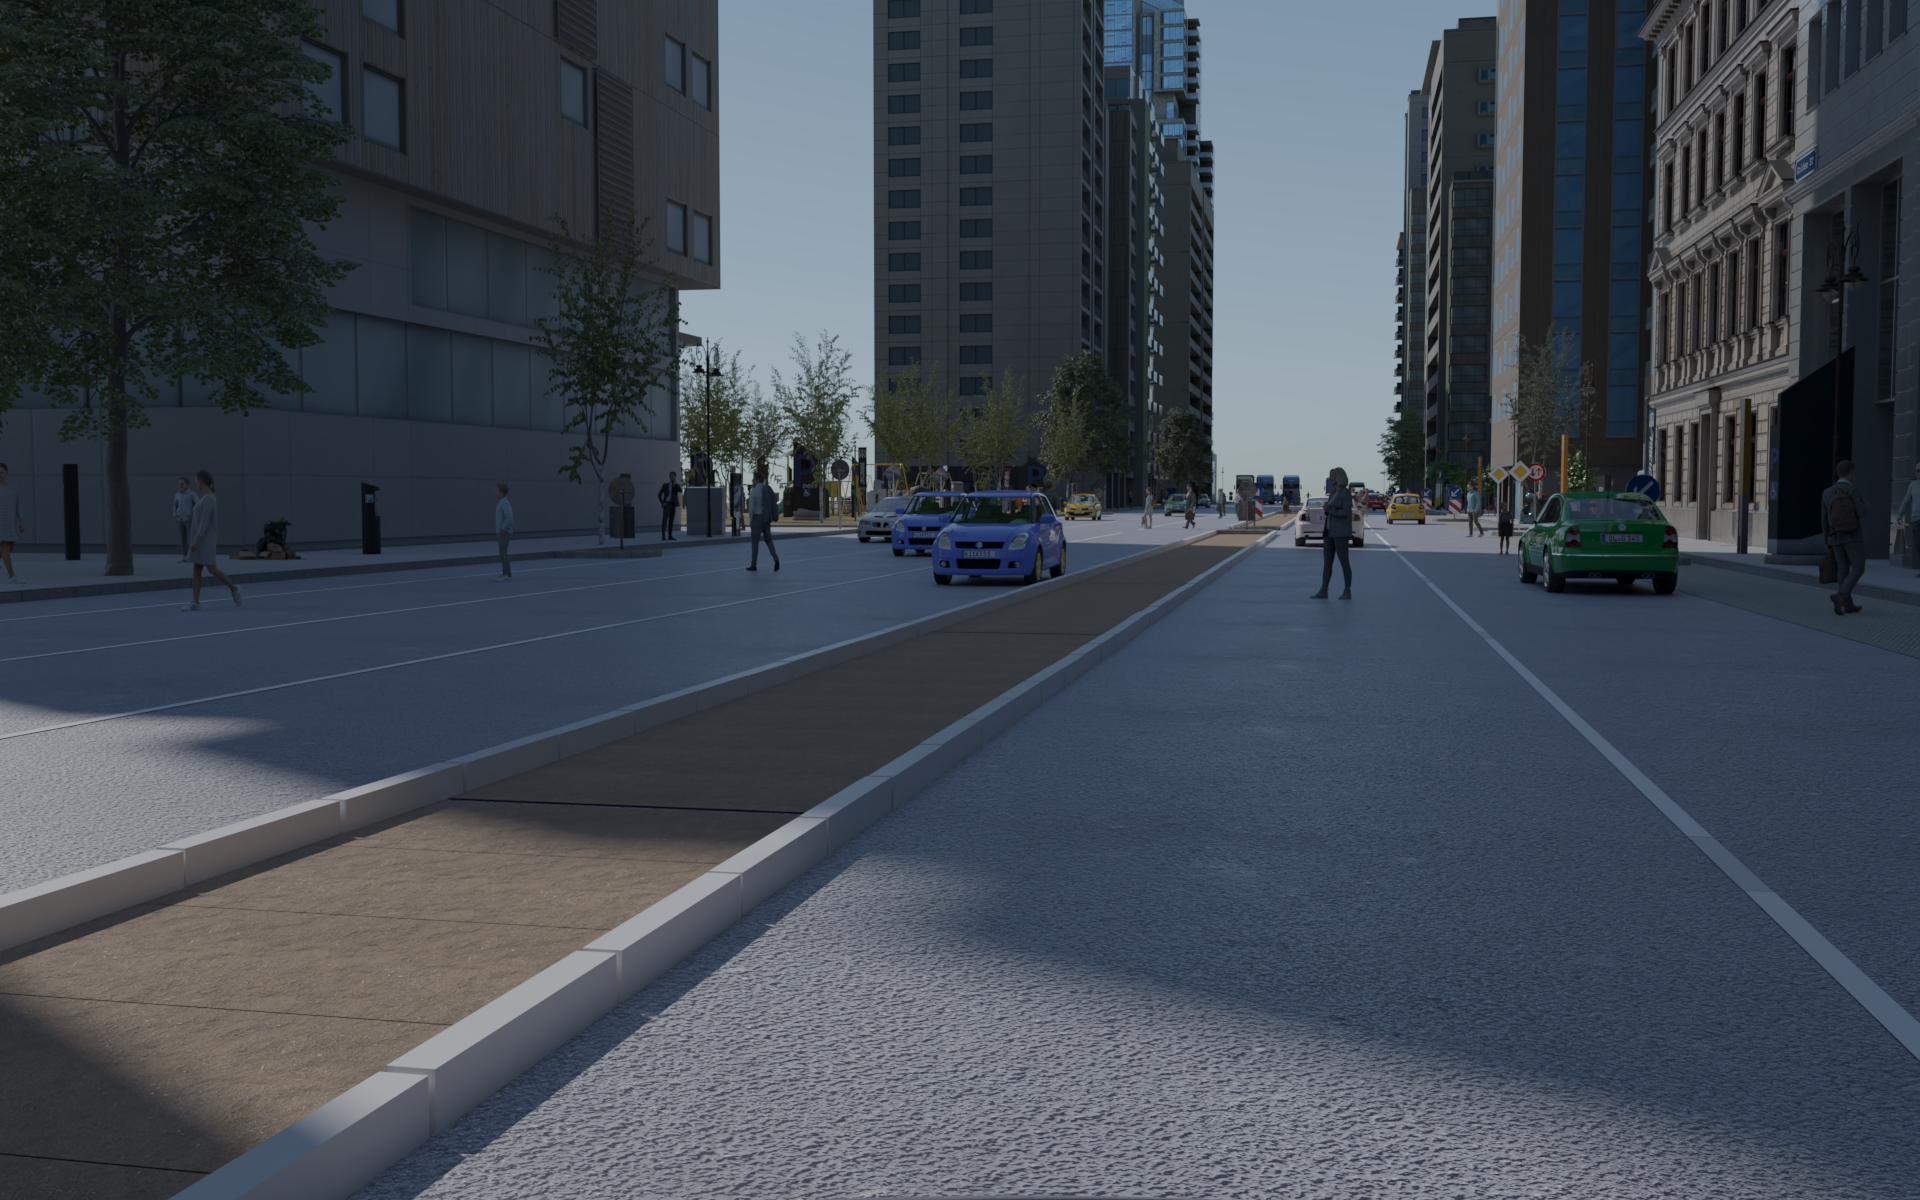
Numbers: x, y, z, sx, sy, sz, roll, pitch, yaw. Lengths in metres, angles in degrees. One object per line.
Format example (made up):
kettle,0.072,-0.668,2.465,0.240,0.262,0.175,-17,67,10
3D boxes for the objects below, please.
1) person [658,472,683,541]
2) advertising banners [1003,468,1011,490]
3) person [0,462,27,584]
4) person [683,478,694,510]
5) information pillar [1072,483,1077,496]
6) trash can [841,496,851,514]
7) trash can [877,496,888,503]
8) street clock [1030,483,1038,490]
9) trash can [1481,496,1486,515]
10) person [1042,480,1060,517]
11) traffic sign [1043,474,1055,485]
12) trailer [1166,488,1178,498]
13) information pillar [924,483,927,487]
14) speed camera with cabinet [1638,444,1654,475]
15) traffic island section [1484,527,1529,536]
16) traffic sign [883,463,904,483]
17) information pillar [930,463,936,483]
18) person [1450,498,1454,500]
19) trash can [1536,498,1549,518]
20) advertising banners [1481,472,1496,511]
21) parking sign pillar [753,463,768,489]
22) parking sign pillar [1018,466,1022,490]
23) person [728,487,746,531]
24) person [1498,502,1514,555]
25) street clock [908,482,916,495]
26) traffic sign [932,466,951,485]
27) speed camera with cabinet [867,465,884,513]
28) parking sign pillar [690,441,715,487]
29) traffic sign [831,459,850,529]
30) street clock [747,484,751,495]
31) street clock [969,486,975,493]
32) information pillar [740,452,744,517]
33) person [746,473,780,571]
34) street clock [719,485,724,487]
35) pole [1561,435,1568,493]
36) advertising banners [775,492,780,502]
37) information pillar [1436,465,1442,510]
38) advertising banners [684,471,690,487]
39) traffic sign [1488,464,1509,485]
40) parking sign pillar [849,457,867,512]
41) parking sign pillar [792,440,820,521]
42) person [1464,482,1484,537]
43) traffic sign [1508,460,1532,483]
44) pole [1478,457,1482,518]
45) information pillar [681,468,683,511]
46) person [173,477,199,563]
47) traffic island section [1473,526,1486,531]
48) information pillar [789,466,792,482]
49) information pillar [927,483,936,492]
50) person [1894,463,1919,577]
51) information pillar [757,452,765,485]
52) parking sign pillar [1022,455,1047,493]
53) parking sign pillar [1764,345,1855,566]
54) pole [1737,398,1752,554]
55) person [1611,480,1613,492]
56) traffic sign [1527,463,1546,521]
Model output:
person,-8.005,-2.603,47.969,0.648,1.900,0.474,-3,4,-37
advertising banners,2.412,-7.381,116.870,2.074,3.025,0.090,1,4,9
person,-13.753,-1.102,24.804,0.760,1.731,0.466,0,4,3
person,-8.534,-2.979,55.089,0.601,1.785,0.444,-1,4,-19
information pillar,7.891,-7.047,119.709,0.304,2.012,0.304,-1,4,-9
trash can,-7.310,-6.074,110.963,0.748,1.137,0.748,0,3,0
trash can,-4.675,-5.622,103.579,0.748,1.137,0.748,0,3,0
street clock,4.914,-6.783,115.475,0.471,2.002,0.358,1,4,18
trash can,31.227,-5.662,104.223,0.748,1.137,0.748,0,3,0
person,2.156,-2.004,41.810,0.519,1.759,0.362,0,4,7
traffic sign,5.639,-6.729,110.127,0.768,2.556,0.104,1,4,19
trailer,20.985,-10.070,171.685,1.471,1.999,3.904,1,4,12
information pillar,-2.292,-6.778,115.311,0.304,2.012,0.304,0,4,-4
speed camera with cabinet,27.180,-4.465,67.338,0.660,3.252,2.038,-1,4,-12
traffic island section,19.328,-2.292,59.753,2.009,0.180,2.903,1,4,12
traffic sign,-2.486,-3.804,64.383,0.795,2.593,0.064,1,4,12
information pillar,-2.027,-8.523,130.699,0.504,3.616,0.183,-2,4,-30
person,37.012,-7.296,130.352,0.505,1.210,0.382,-3,4,-38
trash can,23.823,-3.618,70.804,0.748,1.137,0.748,0,3,0
advertising banners,41.034,-8.425,133.936,2.074,3.025,0.090,3,4,36
parking sign pillar,-16.965,-9.725,147.471,1.447,3.967,1.447,0,4,-8
parking sign pillar,4.773,-8.223,122.918,1.447,3.967,1.447,0,4,7
person,-7.770,-3.308,60.307,0.590,1.801,0.661,0,4,-5
person,12.854,-1.689,40.789,0.362,1.253,0.373,1,4,20
street clock,-3.017,-6.324,107.973,0.471,2.002,0.358,2,4,26
traffic sign,-0.801,-4.281,72.189,0.795,2.593,0.064,1,4,12
speed camera with cabinet,-5.512,-7.279,113.351,0.660,3.252,2.038,1,4,15
parking sign pillar,-13.110,-6.103,88.261,1.447,3.967,1.447,3,5,42
traffic sign,-4.409,-3.877,63.490,0.768,2.556,0.104,1,4,21
street clock,-15.537,-7.534,127.753,0.358,2.002,0.471,0,4,1
street clock,1.010,-8.839,149.093,0.471,2.002,0.358,1,4,21
information pillar,-12.118,-6.409,96.144,0.183,3.616,0.504,-1,4,-18
person,-3.659,-1.448,32.278,0.850,1.850,0.679,3,5,43
street clock,-19.155,-8.242,139.325,0.471,2.002,0.358,1,4,12
pole,20.777,-4.020,59.564,0.158,3.312,0.155,0,3,0
advertising banners,-15.442,-8.841,140.733,2.074,3.025,0.090,2,4,35
information pillar,37.824,-8.894,136.776,0.183,3.616,0.504,-3,5,-41
advertising banners,-19.894,-8.268,131.369,2.074,3.025,0.090,-1,4,-12
traffic sign,20.989,-3.993,67.481,0.795,2.593,0.064,1,4,12
parking sign pillar,-7.291,-8.371,125.336,1.447,3.967,1.447,2,4,32
parking sign pillar,-7.456,-5.853,84.173,1.447,3.967,1.447,0,4,-3
person,17.037,-2.984,57.306,0.620,1.820,0.660,-1,4,-20
traffic sign,19.304,-3.516,59.675,0.795,2.593,0.064,1,4,12
pole,28.286,-6.142,94.271,0.158,3.312,0.155,0,3,0
information pillar,-20.879,-8.443,129.403,0.183,3.616,0.504,-3,5,-44
person,-14.489,-1.502,32.416,0.589,1.601,0.330,1,4,18
traffic island section,21.014,-2.769,67.559,2.009,0.180,2.903,1,4,12
information pillar,-13.283,-8.775,134.832,0.504,3.616,0.183,-3,5,-40
information pillar,-1.757,-6.543,111.463,0.304,2.012,0.304,2,4,30
person,14.797,-1.233,26.683,0.515,1.767,0.782,-2,4,-34
information pillar,-11.138,-6.465,97.055,0.504,3.616,0.183,-1,4,-18
parking sign pillar,5.255,-7.956,118.554,1.447,3.967,1.447,1,4,9
parking sign pillar,15.492,-2.635,31.552,1.447,3.967,1.447,0,4,2
pole,16.780,-2.643,37.057,0.158,3.312,0.155,0,3,0
person,21.253,-3.099,56.803,0.391,1.810,0.635,0,4,7
traffic sign,23.301,-4.284,70.143,0.768,2.556,0.104,1,4,16
